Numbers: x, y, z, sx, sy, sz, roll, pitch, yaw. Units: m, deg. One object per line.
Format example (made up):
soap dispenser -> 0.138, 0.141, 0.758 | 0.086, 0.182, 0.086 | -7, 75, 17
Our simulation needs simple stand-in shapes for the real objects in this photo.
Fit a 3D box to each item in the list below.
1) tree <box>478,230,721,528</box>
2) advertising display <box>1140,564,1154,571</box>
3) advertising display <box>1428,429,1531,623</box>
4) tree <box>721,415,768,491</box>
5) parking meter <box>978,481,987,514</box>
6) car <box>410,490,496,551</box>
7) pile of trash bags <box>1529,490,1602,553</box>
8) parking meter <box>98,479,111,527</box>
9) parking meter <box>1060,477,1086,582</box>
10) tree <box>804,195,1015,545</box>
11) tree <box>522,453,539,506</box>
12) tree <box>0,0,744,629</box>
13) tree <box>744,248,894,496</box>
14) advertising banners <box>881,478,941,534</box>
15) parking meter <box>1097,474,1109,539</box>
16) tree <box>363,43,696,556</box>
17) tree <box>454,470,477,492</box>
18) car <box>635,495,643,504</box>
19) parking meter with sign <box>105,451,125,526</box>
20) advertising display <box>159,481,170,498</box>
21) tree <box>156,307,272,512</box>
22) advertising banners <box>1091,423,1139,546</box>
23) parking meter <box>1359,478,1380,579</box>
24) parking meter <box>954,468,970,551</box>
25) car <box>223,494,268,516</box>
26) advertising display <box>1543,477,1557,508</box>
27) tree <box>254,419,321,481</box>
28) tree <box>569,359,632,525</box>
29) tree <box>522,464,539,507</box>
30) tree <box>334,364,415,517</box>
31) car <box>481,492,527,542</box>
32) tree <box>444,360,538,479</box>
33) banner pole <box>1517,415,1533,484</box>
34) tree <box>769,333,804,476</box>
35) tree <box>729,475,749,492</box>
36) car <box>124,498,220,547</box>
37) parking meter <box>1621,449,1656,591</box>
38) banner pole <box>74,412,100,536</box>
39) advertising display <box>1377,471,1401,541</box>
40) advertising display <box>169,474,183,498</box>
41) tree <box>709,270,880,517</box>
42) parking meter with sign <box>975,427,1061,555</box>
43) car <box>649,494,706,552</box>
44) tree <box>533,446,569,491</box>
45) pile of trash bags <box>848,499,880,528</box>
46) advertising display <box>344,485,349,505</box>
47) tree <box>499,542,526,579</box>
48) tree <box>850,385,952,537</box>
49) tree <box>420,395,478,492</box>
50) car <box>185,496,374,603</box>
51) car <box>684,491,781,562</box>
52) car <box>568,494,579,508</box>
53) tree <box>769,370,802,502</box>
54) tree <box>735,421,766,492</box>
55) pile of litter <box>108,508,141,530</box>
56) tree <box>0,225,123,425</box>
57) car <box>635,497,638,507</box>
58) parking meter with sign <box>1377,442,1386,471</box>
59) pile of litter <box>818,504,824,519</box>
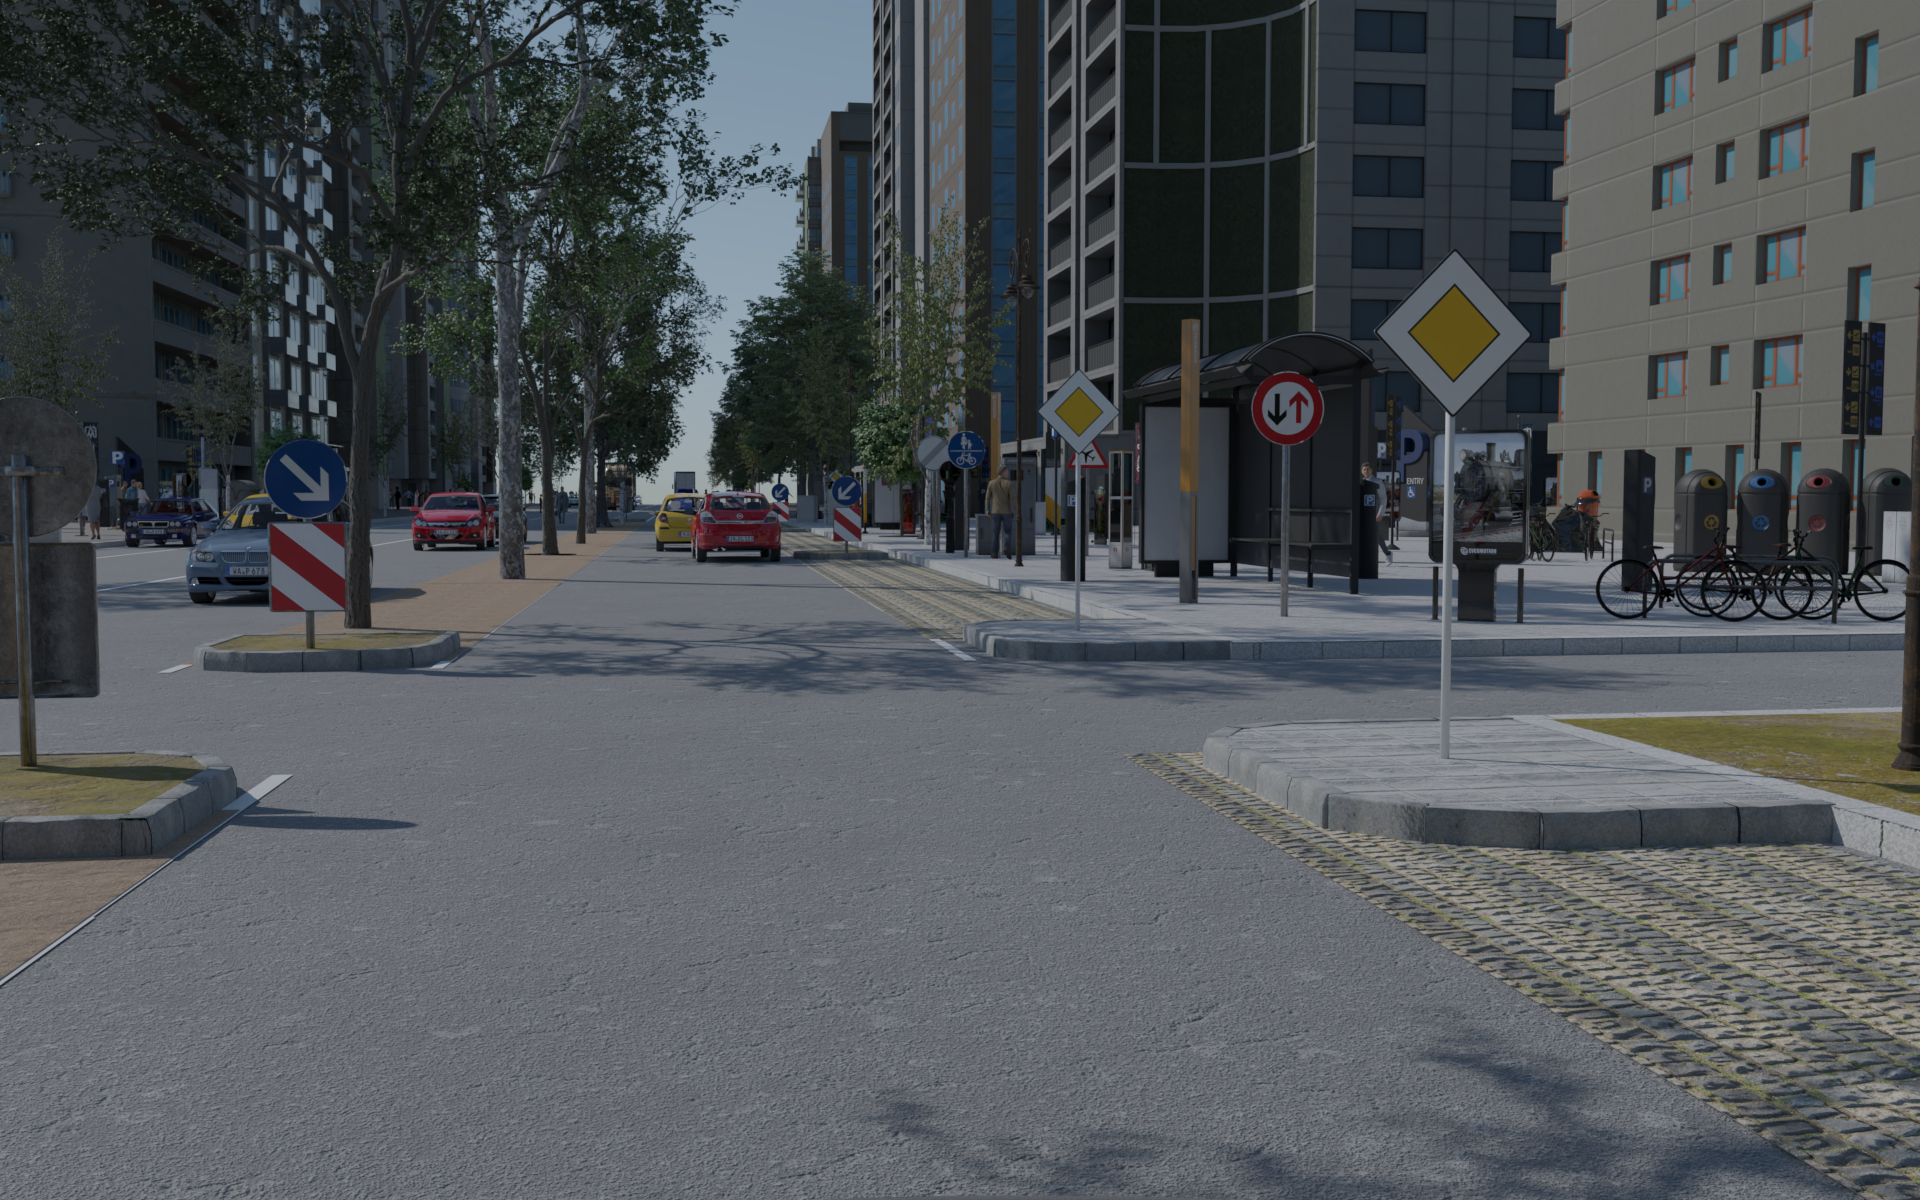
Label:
tree -> -15.280, -9.423, 73.539 | 9.611, 12.733, 9.660 | 0, 3, 0
advertising display -> 3.190, -1.445, 28.844 | 0.123, 1.923, 0.974 | -1, 4, -13
advertising display -> 5.213, -0.746, 17.418 | 0.974, 1.923, 0.123 | 2, 4, 31
tree -> -30.890, -19.567, 236.920 | 9.611, 12.733, 9.660 | 0, 3, 0
parking meter -> 1.030, -4.503, 79.340 | 0.399, 1.863, 0.255 | -1, 4, -12
car -> -13.224, -2.222, 45.364 | 2.155, 1.783, 4.494 | -1, 4, -10
pile of trash bags -> 13.710, -1.807, 39.304 | 1.912, 1.369, 3.447 | 3, 5, 40
parking meter -> -33.152, -3.752, 67.063 | 0.399, 1.863, 0.255 | -1, 4, -17
parking meter -> 1.663, -1.042, 25.455 | 0.372, 1.533, 0.369 | 0, 3, 0
tree -> -0.750, -5.702, 43.598 | 4.737, 8.622, 4.395 | 0, 3, 0
tree -> -46.719, -14.371, 185.324 | 4.360, 8.622, 3.978 | 0, 3, 0
tree -> -6.377, -4.948, 17.769 | 8.767, 10.594, 7.601 | -1, 4, -9
tree -> -6.603, -9.935, 80.572 | 7.486, 12.596, 7.792 | 0, 3, 0
advertising banners -> -1.643, -3.630, 55.531 | 2.074, 3.025, 0.090 | 1, 4, 13
parking meter -> 4.112, -2.678, 49.498 | 0.255, 1.863, 0.399 | -3, 4, -37
tree -> -9.671, -6.843, 40.097 | 9.928, 11.665, 9.643 | 0, 3, 0
tree -> -38.485, -8.539, 134.219 | 1.663, 3.219, 1.824 | 0, 3, 0
car -> -45.095, -13.947, 240.398 | 2.083, 1.381, 4.827 | 0, 4, -8
parking meter with sign -> -33.863, -4.461, 69.206 | 0.543, 3.016, 1.738 | -1, 4, -11
advertising display -> -39.045, -4.902, 85.355 | 0.974, 1.923, 0.123 | 1, 4, 19
tree -> -28.228, -7.091, 66.306 | 4.360, 8.622, 3.978 | 0, 3, 0
advertising banners -> 3.986, -2.863, 43.002 | 0.090, 3.025, 2.074 | -3, 4, -38
parking meter -> 6.166, -1.092, 26.267 | 0.372, 1.533, 0.369 | 0, 3, 0
parking meter -> 0.043, -2.067, 39.510 | 0.255, 1.863, 0.399 | 2, 4, 23
car -> -16.759, -1.959, 42.251 | 2.015, 1.641, 3.980 | -1, 4, -9
advertising display -> 21.959, -3.592, 63.940 | 0.974, 1.923, 0.123 | -1, 4, -20
tree -> -29.313, -5.634, 75.834 | 4.285, 4.588, 4.351 | 0, 3, 0
tree -> -17.158, -8.226, 87.313 | 4.737, 8.622, 4.395 | 0, 3, 0
tree -> -44.670, -11.809, 176.792 | 4.285, 4.588, 4.351 | 0, 3, 0
tree -> -32.694, -9.016, 97.776 | 4.360, 8.622, 3.978 | 0, 3, 0
car -> -13.715, -2.509, 50.816 | 2.009, 1.686, 4.222 | -1, 4, -9
tree -> -42.074, -15.159, 158.226 | 12.009, 13.543, 11.850 | 0, 3, 0
banner pole -> 17.745, -3.948, 54.574 | 0.401, 3.779, 0.863 | -1, 4, -21
tree -> -5.616, -7.510, 73.147 | 4.737, 8.622, 4.395 | 0, 3, 0
tree -> -25.173, -13.283, 200.895 | 4.285, 4.588, 4.351 | 0, 3, 0
car -> -21.870, -2.176, 48.159 | 1.945, 1.354, 3.894 | -1, 4, -9
parking meter -> 8.968, -1.050, 22.886 | 0.399, 1.863, 0.255 | -3, 4, -36
banner pole -> -26.625, -3.841, 52.819 | 0.401, 3.779, 0.863 | 2, 4, 35
advertising display -> 11.659, -2.604, 47.790 | 0.974, 1.923, 0.123 | 0, 4, -3
advertising display -> -24.851, -3.047, 55.040 | 0.123, 1.923, 0.974 | -1, 4, -14
tree -> -9.052, -11.748, 98.738 | 9.857, 13.997, 8.962 | 0, 3, 0
parking meter with sign -> 1.211, -2.454, 36.386 | 1.738, 3.016, 0.543 | -1, 4, -10
car -> -7.009, -2.109, 44.700 | 2.015, 1.641, 3.980 | -1, 4, -10
tree -> -52.413, -16.833, 225.586 | 4.737, 8.622, 4.395 | 0, 3, 0
pile of trash bags -> -3.464, -3.450, 66.154 | 1.912, 1.369, 3.447 | 1, 4, 23
advertising display -> -28.866, -4.664, 81.471 | 0.123, 1.923, 0.974 | -1, 4, -15
tree -> -6.184, -10.365, 27.820 | 12.611, 20.169, 13.585 | 0, 3, 0
tree -> -1.719, -4.173, 51.943 | 4.285, 4.588, 4.351 | 0, 3, 0
tree -> -37.363, -10.845, 127.674 | 4.737, 8.622, 4.395 | 0, 3, 0
car -> -9.451, -0.756, 24.363 | 2.014, 1.417, 4.499 | -1, 4, -8
car -> -4.949, -1.768, 37.946 | 2.155, 1.783, 4.494 | -1, 4, -11
car -> -40.566, -10.470, 182.981 | 2.131, 1.459, 4.920 | 0, 4, -8
tree -> -13.353, -12.420, 128.826 | 9.928, 11.665, 9.643 | 0, 3, 0
tree -> -17.171, -11.977, 146.185 | 4.737, 8.622, 4.395 | 0, 3, 0
pile of litter -> -29.909, -2.984, 62.750 | 1.719, 0.858, 1.176 | -1, 4, -14
tree -> -25.505, -5.973, 48.021 | 4.360, 8.622, 3.978 | 0, 3, 0
car -> -37.491, -11.419, 196.283 | 1.945, 1.707, 3.694 | -1, 4, -9
parking meter with sign -> 13.661, -3.839, 59.023 | 0.543, 3.016, 1.738 | -3, 4, -37
pile of litter -> -7.590, -4.531, 88.040 | 1.176, 0.858, 1.719 | 3, 4, 36
